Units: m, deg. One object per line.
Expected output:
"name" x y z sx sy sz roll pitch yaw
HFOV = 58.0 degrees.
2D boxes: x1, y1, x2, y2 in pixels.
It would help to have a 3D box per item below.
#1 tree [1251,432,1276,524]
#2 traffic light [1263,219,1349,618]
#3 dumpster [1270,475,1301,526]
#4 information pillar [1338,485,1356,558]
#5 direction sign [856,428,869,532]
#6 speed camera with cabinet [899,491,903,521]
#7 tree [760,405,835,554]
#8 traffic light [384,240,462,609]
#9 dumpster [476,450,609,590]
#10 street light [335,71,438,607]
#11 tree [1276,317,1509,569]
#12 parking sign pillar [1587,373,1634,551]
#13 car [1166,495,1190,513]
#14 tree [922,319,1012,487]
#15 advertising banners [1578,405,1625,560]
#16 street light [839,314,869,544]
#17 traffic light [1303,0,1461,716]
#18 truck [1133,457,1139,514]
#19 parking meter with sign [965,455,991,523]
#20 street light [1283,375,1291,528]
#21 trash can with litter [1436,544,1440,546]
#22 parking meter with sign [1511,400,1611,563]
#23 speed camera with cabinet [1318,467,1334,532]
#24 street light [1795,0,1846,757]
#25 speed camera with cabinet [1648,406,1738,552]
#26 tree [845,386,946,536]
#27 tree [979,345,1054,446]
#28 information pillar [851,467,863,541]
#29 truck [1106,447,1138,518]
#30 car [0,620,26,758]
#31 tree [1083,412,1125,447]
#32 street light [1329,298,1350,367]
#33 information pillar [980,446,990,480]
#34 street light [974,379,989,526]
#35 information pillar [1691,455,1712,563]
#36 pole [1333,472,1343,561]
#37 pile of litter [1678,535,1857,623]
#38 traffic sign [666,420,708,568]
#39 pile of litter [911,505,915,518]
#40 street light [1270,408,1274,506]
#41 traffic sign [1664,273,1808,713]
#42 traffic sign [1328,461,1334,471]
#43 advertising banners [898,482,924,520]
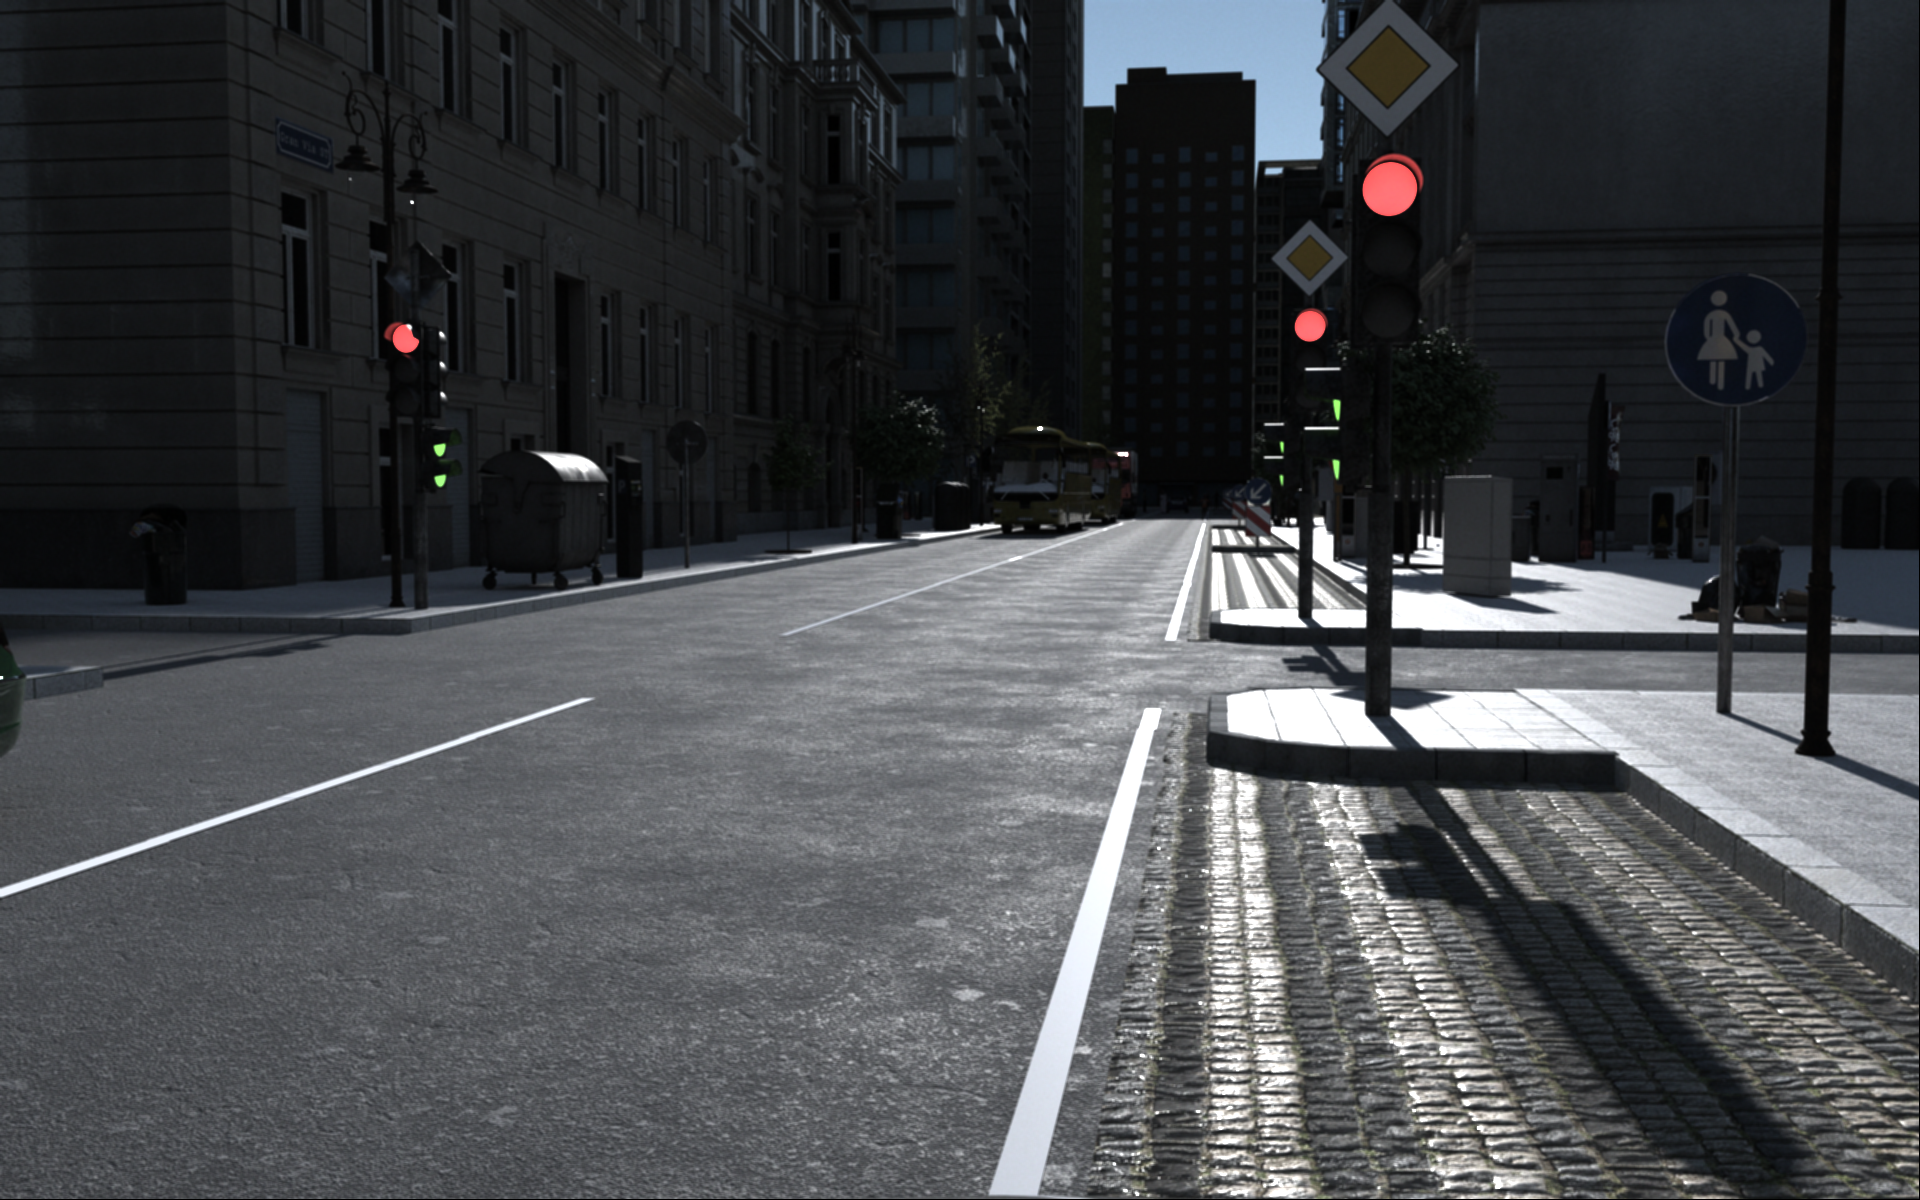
"tree" 14.097 -5.600 75.279 4.285 4.588 4.351 0 3 0
"traffic light" 3.563 -1.770 17.855 0.839 4.253 0.868 1 4 8
"dumpster" 13.372 -4.147 70.293 1.502 2.255 1.985 1 4 8
"information pillar" 7.728 -1.840 34.584 0.304 2.012 0.304 0 4 3
"direction sign" -3.274 -4.081 58.720 0.379 3.537 0.876 -3 4 -36
"speed camera with cabinet" -3.642 -5.457 83.557 2.038 3.252 0.660 3 5 43
"tree" -3.759 -2.626 37.542 1.663 3.219 1.824 0 3 0
"traffic light" -6.000 -1.854 19.229 0.839 4.253 0.868 1 4 8
"dumpster" -5.718 -1.102 23.772 1.264 1.857 1.865 1 4 8
"street light" -6.408 -2.859 19.539 0.468 5.910 1.993 1 4 8
"tree" 7.822 -2.848 30.272 4.285 4.588 4.351 0 3 0
"parking sign pillar" 14.584 -3.113 39.371 1.447 3.967 1.447 1 4 11
"car" 16.495 -7.281 131.622 1.945 1.354 3.894 0 4 6
"tree" 0.182 -7.530 73.476 4.360 8.622 3.978 0 3 0
"advertising banners" 12.221 -2.304 33.857 2.074 3.025 0.090 -2 4 -26
"street light" -2.721 -4.395 44.643 0.468 5.910 1.993 1 4 8
"traffic light" 2.410 -1.286 9.953 0.839 4.253 0.868 1 4 8
"truck" 11.314 -8.212 123.187 2.839 4.237 11.283 0 4 7
"parking meter with sign" 0.837 -4.947 77.139 0.543 3.016 1.738 -2 4 -26
"street light" 12.586 -5.714 66.204 0.468 5.910 1.993 1 4 8
"trash can with litter" 12.506 -1.915 42.365 1.678 1.210 2.233 0 4 7
"parking meter with sign" 11.302 -2.226 32.662 1.738 3.016 0.543 2 4 25
"speed camera with cabinet" 12.778 -3.968 59.218 0.660 3.252 2.038 2 4 27
"street light" 4.222 -2.176 8.371 0.468 5.910 1.993 1 4 8
"speed camera with cabinet" 16.217 -2.692 38.351 0.660 3.252 2.038 -1 4 -22
"tree" -1.909 -4.239 53.017 4.285 4.588 4.351 0 3 0
"tree" 2.544 -8.325 86.468 4.737 8.622 4.395 0 3 0
"information pillar" -2.842 -2.647 47.775 0.304 2.012 0.304 0 4 -2
"truck" 9.466 -7.168 106.111 2.839 4.237 11.283 0 4 8
"car" -5.261 0.378 5.618 2.131 1.459 4.920 0 4 8
"tree" 12.795 -12.363 152.501 4.737 8.622 4.395 0 3 0
"street light" 9.025 -4.177 41.082 0.468 5.910 1.993 1 4 8
"information pillar" 1.236 -5.658 83.870 0.504 3.616 0.183 1 4 17
"street light" 0.870 -5.931 69.761 0.468 5.910 1.993 1 4 8
"information pillar" 13.923 -1.714 32.514 0.304 2.012 0.304 1 4 20
"pole" 7.213 -2.395 32.995 0.158 3.312 0.155 0 3 0
"pile of litter" 8.233 -0.222 17.597 1.719 0.858 1.176 1 4 22
"traffic sign" -4.731 -1.826 29.954 0.768 2.556 0.104 1 4 14
"pile of litter" -2.498 -4.751 91.642 1.176 0.858 1.719 2 4 31
"street light" 16.420 -7.248 91.286 0.468 5.910 1.993 1 4 8
"traffic sign" 4.483 -0.611 10.089 0.768 2.556 0.104 1 4 14
"traffic sign" 9.929 -2.742 44.942 0.768 2.556 0.104 1 4 14
"advertising banners" -2.611 -5.468 85.589 2.074 3.025 0.090 3 5 40
